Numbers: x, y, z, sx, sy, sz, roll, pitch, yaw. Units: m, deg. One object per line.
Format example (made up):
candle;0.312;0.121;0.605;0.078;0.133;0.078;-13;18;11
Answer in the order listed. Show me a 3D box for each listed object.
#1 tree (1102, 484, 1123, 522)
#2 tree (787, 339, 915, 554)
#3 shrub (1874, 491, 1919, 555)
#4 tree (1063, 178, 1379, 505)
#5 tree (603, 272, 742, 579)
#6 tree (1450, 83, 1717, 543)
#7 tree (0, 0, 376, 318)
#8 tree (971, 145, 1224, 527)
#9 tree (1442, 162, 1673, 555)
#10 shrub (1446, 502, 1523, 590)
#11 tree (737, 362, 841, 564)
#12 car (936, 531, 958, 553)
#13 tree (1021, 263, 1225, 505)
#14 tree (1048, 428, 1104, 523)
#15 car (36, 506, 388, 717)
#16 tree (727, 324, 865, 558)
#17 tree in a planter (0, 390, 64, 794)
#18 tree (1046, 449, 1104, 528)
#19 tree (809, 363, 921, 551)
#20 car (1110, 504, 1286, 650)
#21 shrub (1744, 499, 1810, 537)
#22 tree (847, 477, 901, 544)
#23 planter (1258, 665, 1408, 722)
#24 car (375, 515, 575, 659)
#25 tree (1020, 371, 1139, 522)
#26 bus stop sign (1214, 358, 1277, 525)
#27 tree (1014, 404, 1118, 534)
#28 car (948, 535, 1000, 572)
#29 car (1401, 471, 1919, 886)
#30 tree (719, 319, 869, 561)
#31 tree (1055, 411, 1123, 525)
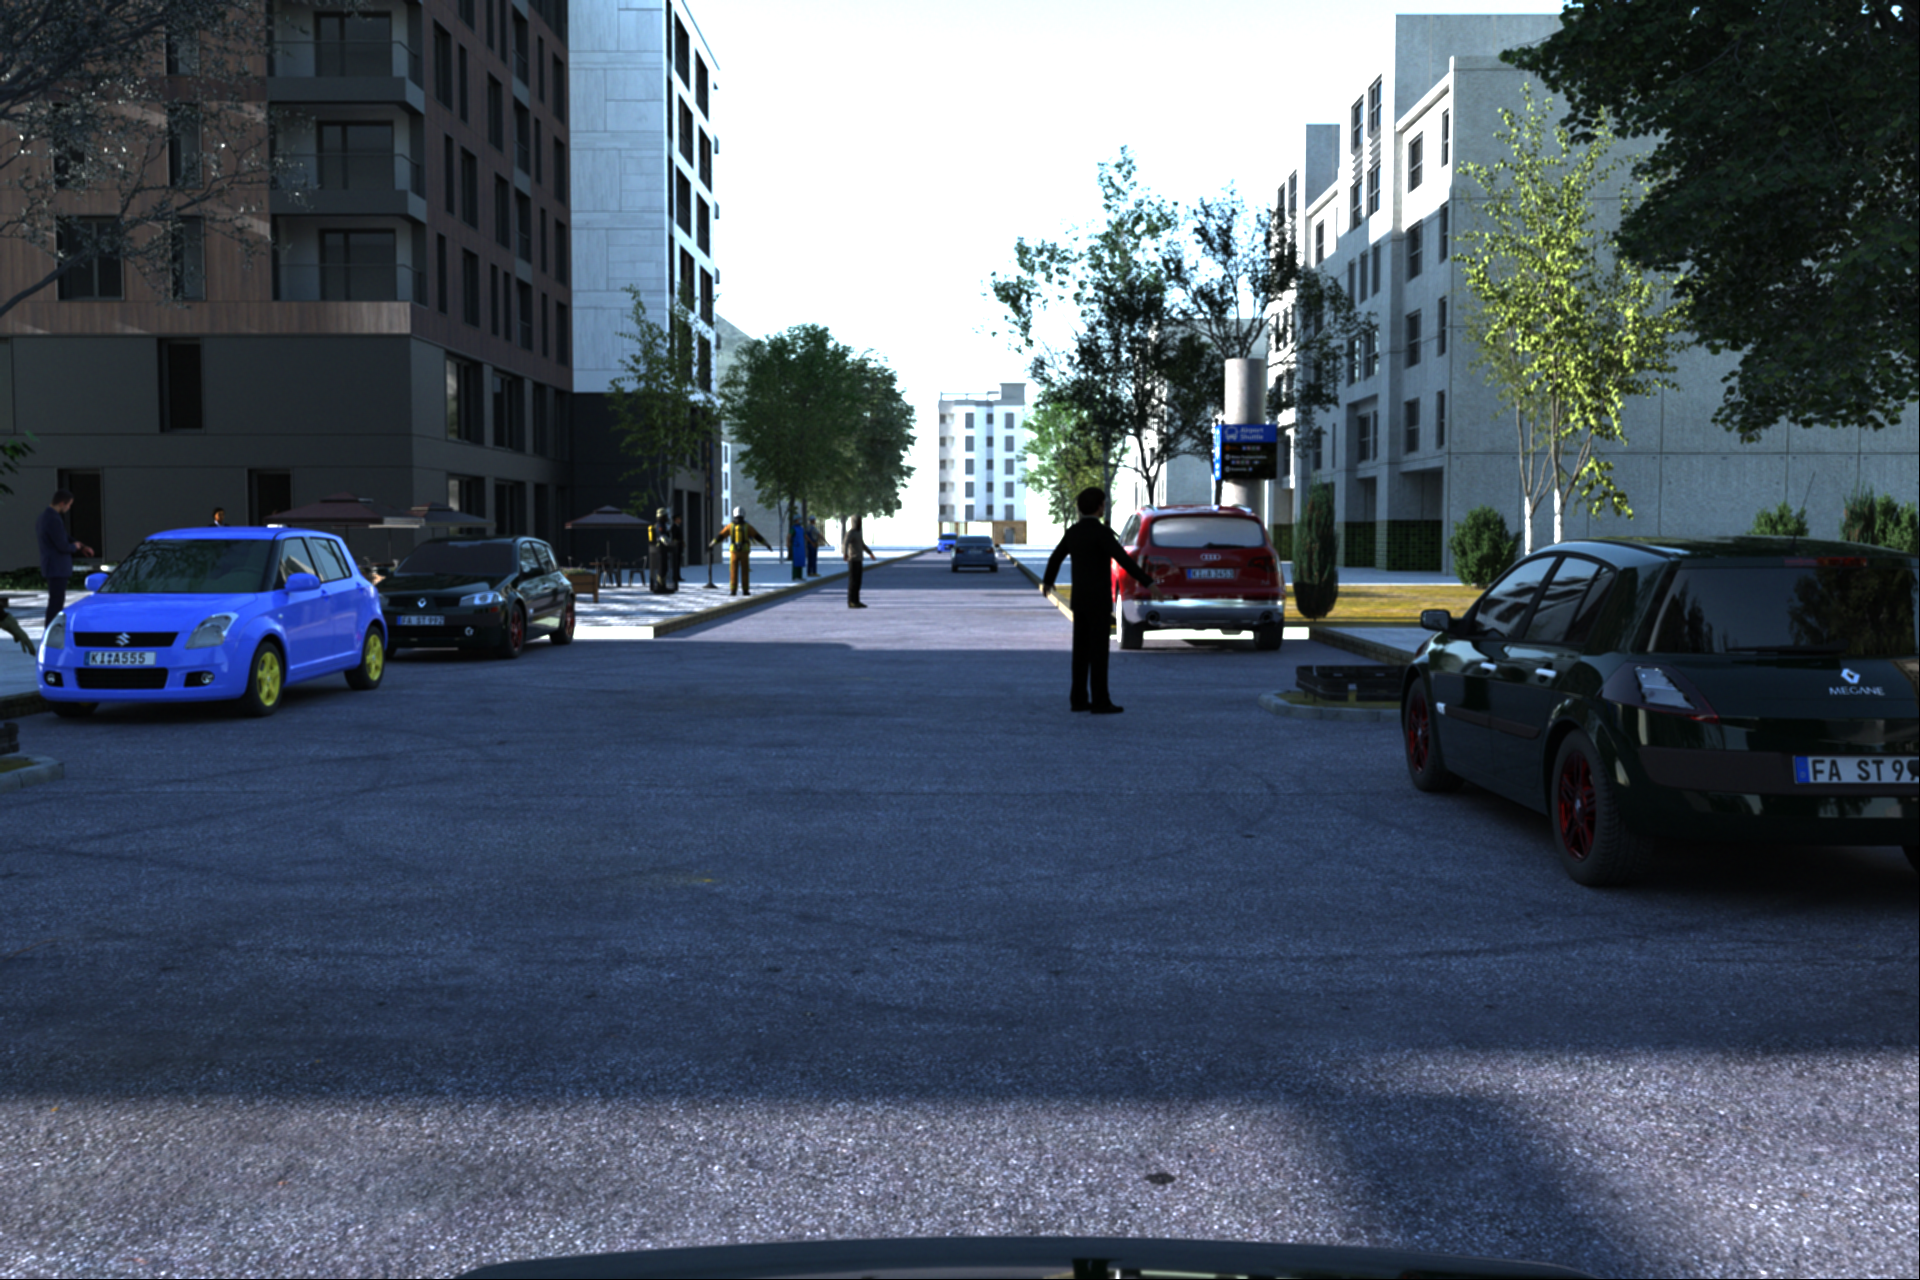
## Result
tree;18.029;-16.134;214.159;4.737;8.622;4.395;0;3;0
tree;-7.821;-12.700;114.301;9.857;13.997;8.962;0;3;0
shrub;17.041;-1.700;31.835;1.661;2.075;1.752;0;3;0
tree;6.797;-6.851;46.419;8.767;10.594;7.601;1;4;11
tree;-8.338;-6.057;49.392;4.737;8.622;4.395;0;3;0
tree;10.204;-4.787;28.628;4.737;8.622;4.395;0;3;0
tree;-11.433;-6.595;18.199;12.009;13.543;11.850;0;3;0
tree;6.941;-14.146;87.169;12.611;20.169;13.585;0;3;0
tree;11.397;-5.172;34.921;4.360;8.622;3.978;0;3;0
shrub;12.160;-2.187;40.178;1.690;2.028;1.600;0;3;0
tree;-7.522;-7.626;75.051;4.737;8.622;4.395;0;3;0
car;-0.813;-7.366;130.019;1.945;1.707;3.694;0;4;1
tree;6.592;-7.648;59.453;8.767;10.594;7.601;-2;4;-31
tree;8.114;-10.215;117.371;4.737;8.622;4.395;0;3;0
car;-6.237;-0.312;14.689;1.945;1.707;3.694;0;4;1
tree;-8.847;-10.750;93.884;7.486;12.596;7.792;0;3;0
tree in a planter;-6.271;-0.759;9.625;1.991;3.239;1.994;0;4;1
tree;14.741;-18.491;220.447;7.486;12.596;7.792;0;3;0
tree;-7.619;-13.598;128.986;9.857;13.997;8.962;0;3;0
car;2.991;-0.876;22.993;2.281;1.827;5.304;0;4;1
shrub;18.690;-2.168;39.493;1.661;2.075;1.752;0;3;0
tree;-10.544;-17.223;216.005;7.601;10.594;8.767;0;4;-8
planter;3.497;0.427;14.165;1.991;0.319;1.994;0;4;0
car;-5.923;-0.693;21.123;2.009;1.686;4.222;0;4;1
tree;7.534;-11.206;108.975;9.928;11.665;9.643;0;3;0
bus stop sign;4.322;-2.279;26.278;0.837;3.901;0.837;0;4;2
tree;7.737;-12.188;125.028;9.928;11.665;9.643;0;3;0
car;0.546;-3.318;66.244;2.014;1.417;4.499;0;4;0
car;3.379;0.083;8.426;2.009;1.686;4.222;0;4;1
tree;-7.988;-9.630;83.213;9.928;11.665;9.643;0;3;0
tree;7.801;-9.201;100.800;4.737;8.622;4.395;0;3;0
